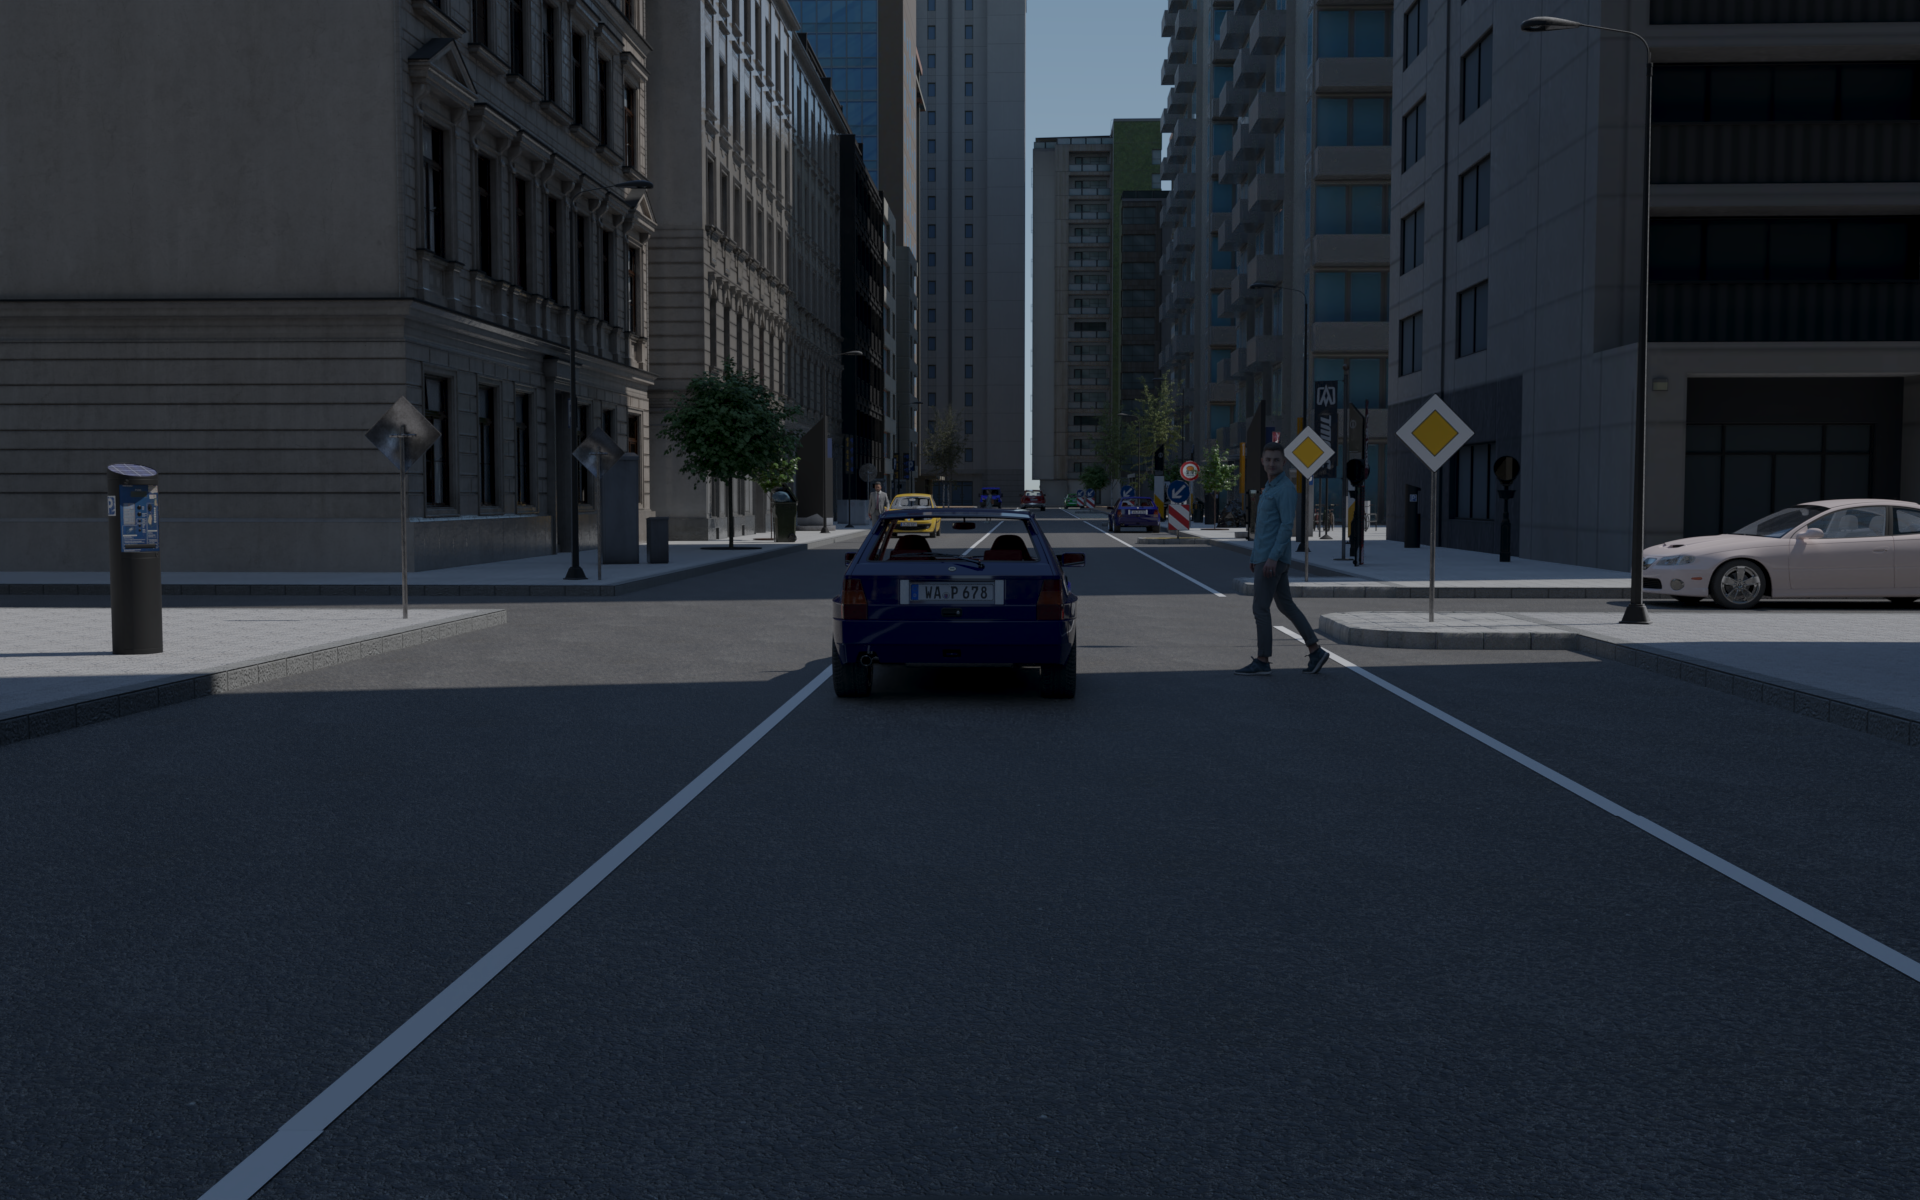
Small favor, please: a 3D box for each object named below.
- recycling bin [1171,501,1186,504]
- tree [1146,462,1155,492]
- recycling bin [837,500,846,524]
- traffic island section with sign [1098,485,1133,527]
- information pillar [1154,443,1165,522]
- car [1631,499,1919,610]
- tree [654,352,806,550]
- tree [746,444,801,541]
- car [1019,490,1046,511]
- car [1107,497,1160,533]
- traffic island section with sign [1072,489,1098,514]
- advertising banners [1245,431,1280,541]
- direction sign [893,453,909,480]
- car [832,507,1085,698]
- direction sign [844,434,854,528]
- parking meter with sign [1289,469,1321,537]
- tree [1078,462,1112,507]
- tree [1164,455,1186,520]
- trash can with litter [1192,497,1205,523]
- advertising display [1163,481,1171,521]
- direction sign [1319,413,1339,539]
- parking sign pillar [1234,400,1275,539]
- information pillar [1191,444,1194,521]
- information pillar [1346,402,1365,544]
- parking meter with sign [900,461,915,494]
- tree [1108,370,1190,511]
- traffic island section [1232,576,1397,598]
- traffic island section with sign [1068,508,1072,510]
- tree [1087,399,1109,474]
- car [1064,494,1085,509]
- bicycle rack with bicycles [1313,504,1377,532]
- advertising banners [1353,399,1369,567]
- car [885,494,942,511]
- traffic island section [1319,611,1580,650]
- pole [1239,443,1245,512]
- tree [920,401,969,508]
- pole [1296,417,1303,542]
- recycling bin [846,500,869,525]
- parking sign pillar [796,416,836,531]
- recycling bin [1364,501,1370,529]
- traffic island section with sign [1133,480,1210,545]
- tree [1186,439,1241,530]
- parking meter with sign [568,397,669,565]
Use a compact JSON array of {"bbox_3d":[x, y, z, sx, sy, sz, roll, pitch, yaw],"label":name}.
[{"bbox_3d":[12.465,-5.297,99.167,0.722,1.027,0.722,-2,4,-31],"label":"recycling bin"},{"bbox_3d":[10.504,-5.833,89.968,1.663,3.219,1.824,0,3,0],"label":"tree"},{"bbox_3d":[-4.823,-3.817,74.959,0.722,1.027,0.722,3,5,44],"label":"recycling bin"},{"bbox_3d":[7.310,-4.188,77.105,1.989,1.847,2.006,0,4,2],"label":"traffic island section with sign"},{"bbox_3d":[9.174,-5.399,79.623,0.504,3.616,0.183,3,4,37],"label":"information pillar"},{"bbox_3d":[11.169,-0.607,22.283,4.827,1.381,2.083,0,4,2],"label":"car"},{"bbox_3d":[-5.414,-3.465,40.362,4.285,4.588,4.351,0,3,0],"label":"tree"},{"bbox_3d":[-5.132,-3.267,48.018,1.663,3.219,1.824,0,3,0],"label":"tree"},{"bbox_3d":[6.182,-8.462,147.023,2.281,1.827,5.304,0,4,0],"label":"car"},{"bbox_3d":[6.525,-3.213,65.118,1.945,1.354,3.894,0,4,1],"label":"car"},{"bbox_3d":[9.463,-7.271,127.504,1.989,1.847,2.006,0,4,2],"label":"traffic island section with sign"},{"bbox_3d":[8.405,-3.163,47.908,0.090,3.025,2.074,2,4,35],"label":"advertising banners"},{"bbox_3d":[-3.216,-6.307,95.119,0.876,3.537,0.379,-1,4,-11],"label":"direction sign"},{"bbox_3d":[0.020,-0.057,13.516,1.945,1.354,3.894,0,4,2],"label":"car"},{"bbox_3d":[-4.228,-4.534,66.125,0.379,3.537,0.876,1,4,15],"label":"direction sign"},{"bbox_3d":[10.271,-3.411,52.037,0.543,3.016,1.738,-2,4,-29],"label":"parking meter with sign"},{"bbox_3d":[13.334,-11.489,171.553,4.285,4.588,4.351,0,3,0],"label":"tree"},{"bbox_3d":[10.715,-5.524,84.923,1.663,3.219,1.824,0,3,0],"label":"tree"},{"bbox_3d":[10.873,-4.024,77.183,1.055,1.170,0.624,1,4,11],"label":"trash can with litter"},{"bbox_3d":[9.736,-4.761,83.060,0.974,1.923,0.123,-3,5,-40],"label":"advertising display"},{"bbox_3d":[10.381,-3.486,48.999,0.379,3.537,0.876,-2,4,-30],"label":"direction sign"},{"bbox_3d":[8.707,-3.778,50.239,1.447,3.967,1.447,-1,4,-8],"label":"parking sign pillar"},{"bbox_3d":[10.959,-5.521,81.616,0.183,3.616,0.504,1,4,16],"label":"information pillar"},{"bbox_3d":[10.086,-3.227,44.123,0.183,3.616,0.504,-2,4,-32],"label":"information pillar"},{"bbox_3d":[-3.201,-5.713,89.668,1.738,3.016,0.543,-2,4,-35],"label":"parking meter with sign"},{"bbox_3d":[11.660,-9.354,103.292,4.737,8.622,4.395,0,3,0],"label":"tree"},{"bbox_3d":[5.090,-0.188,25.362,2.009,0.180,2.903,0,4,2],"label":"traffic island section"},{"bbox_3d":[10.604,-8.918,154.435,1.989,1.847,2.006,0,4,2],"label":"traffic island section with sign"},{"bbox_3d":[11.747,-11.187,133.274,4.737,8.622,4.395,0,3,0],"label":"tree"},{"bbox_3d":[10.795,-9.474,163.689,1.959,1.807,4.718,0,4,1],"label":"car"},{"bbox_3d":[13.119,-2.833,59.696,2.852,0.926,2.925,2,4,26],"label":"bicycle rack with bicycles"},{"bbox_3d":[7.296,-2.155,31.429,0.090,3.025,2.074,1,4,19],"label":"advertising banners"},{"bbox_3d":[-1.566,-2.908,57.762,2.015,1.641,3.980,0,4,2],"label":"car"},{"bbox_3d":[4.749,0.300,17.384,2.009,0.180,2.903,0,4,2],"label":"traffic island section"},{"bbox_3d":[11.173,-4.572,68.593,0.158,3.312,0.155,0,3,0],"label":"pole"},{"bbox_3d":[-1.286,-11.394,136.647,4.360,8.622,3.978,0,3,0],"label":"tree"},{"bbox_3d":[9.067,-3.198,46.132,0.158,3.312,0.155,0,3,0],"label":"pole"},{"bbox_3d":[-4.145,-3.588,71.210,0.722,1.027,0.722,1,4,10],"label":"recycling bin"},{"bbox_3d":[-5.065,-4.400,60.414,1.447,3.967,1.447,3,4,36],"label":"parking sign pillar"},{"bbox_3d":[14.691,-3.132,63.763,0.722,1.027,0.722,1,4,19],"label":"recycling bin"},{"bbox_3d":[6.161,-2.541,50.174,1.989,1.847,2.006,0,4,2],"label":"traffic island section with sign"},{"bbox_3d":[9.047,-4.077,61.267,1.663,3.219,1.824,0,3,0],"label":"tree"},{"bbox_3d":[-6.240,-2.168,31.713,1.738,3.016,0.543,-1,4,-22],"label":"parking meter with sign"}]
